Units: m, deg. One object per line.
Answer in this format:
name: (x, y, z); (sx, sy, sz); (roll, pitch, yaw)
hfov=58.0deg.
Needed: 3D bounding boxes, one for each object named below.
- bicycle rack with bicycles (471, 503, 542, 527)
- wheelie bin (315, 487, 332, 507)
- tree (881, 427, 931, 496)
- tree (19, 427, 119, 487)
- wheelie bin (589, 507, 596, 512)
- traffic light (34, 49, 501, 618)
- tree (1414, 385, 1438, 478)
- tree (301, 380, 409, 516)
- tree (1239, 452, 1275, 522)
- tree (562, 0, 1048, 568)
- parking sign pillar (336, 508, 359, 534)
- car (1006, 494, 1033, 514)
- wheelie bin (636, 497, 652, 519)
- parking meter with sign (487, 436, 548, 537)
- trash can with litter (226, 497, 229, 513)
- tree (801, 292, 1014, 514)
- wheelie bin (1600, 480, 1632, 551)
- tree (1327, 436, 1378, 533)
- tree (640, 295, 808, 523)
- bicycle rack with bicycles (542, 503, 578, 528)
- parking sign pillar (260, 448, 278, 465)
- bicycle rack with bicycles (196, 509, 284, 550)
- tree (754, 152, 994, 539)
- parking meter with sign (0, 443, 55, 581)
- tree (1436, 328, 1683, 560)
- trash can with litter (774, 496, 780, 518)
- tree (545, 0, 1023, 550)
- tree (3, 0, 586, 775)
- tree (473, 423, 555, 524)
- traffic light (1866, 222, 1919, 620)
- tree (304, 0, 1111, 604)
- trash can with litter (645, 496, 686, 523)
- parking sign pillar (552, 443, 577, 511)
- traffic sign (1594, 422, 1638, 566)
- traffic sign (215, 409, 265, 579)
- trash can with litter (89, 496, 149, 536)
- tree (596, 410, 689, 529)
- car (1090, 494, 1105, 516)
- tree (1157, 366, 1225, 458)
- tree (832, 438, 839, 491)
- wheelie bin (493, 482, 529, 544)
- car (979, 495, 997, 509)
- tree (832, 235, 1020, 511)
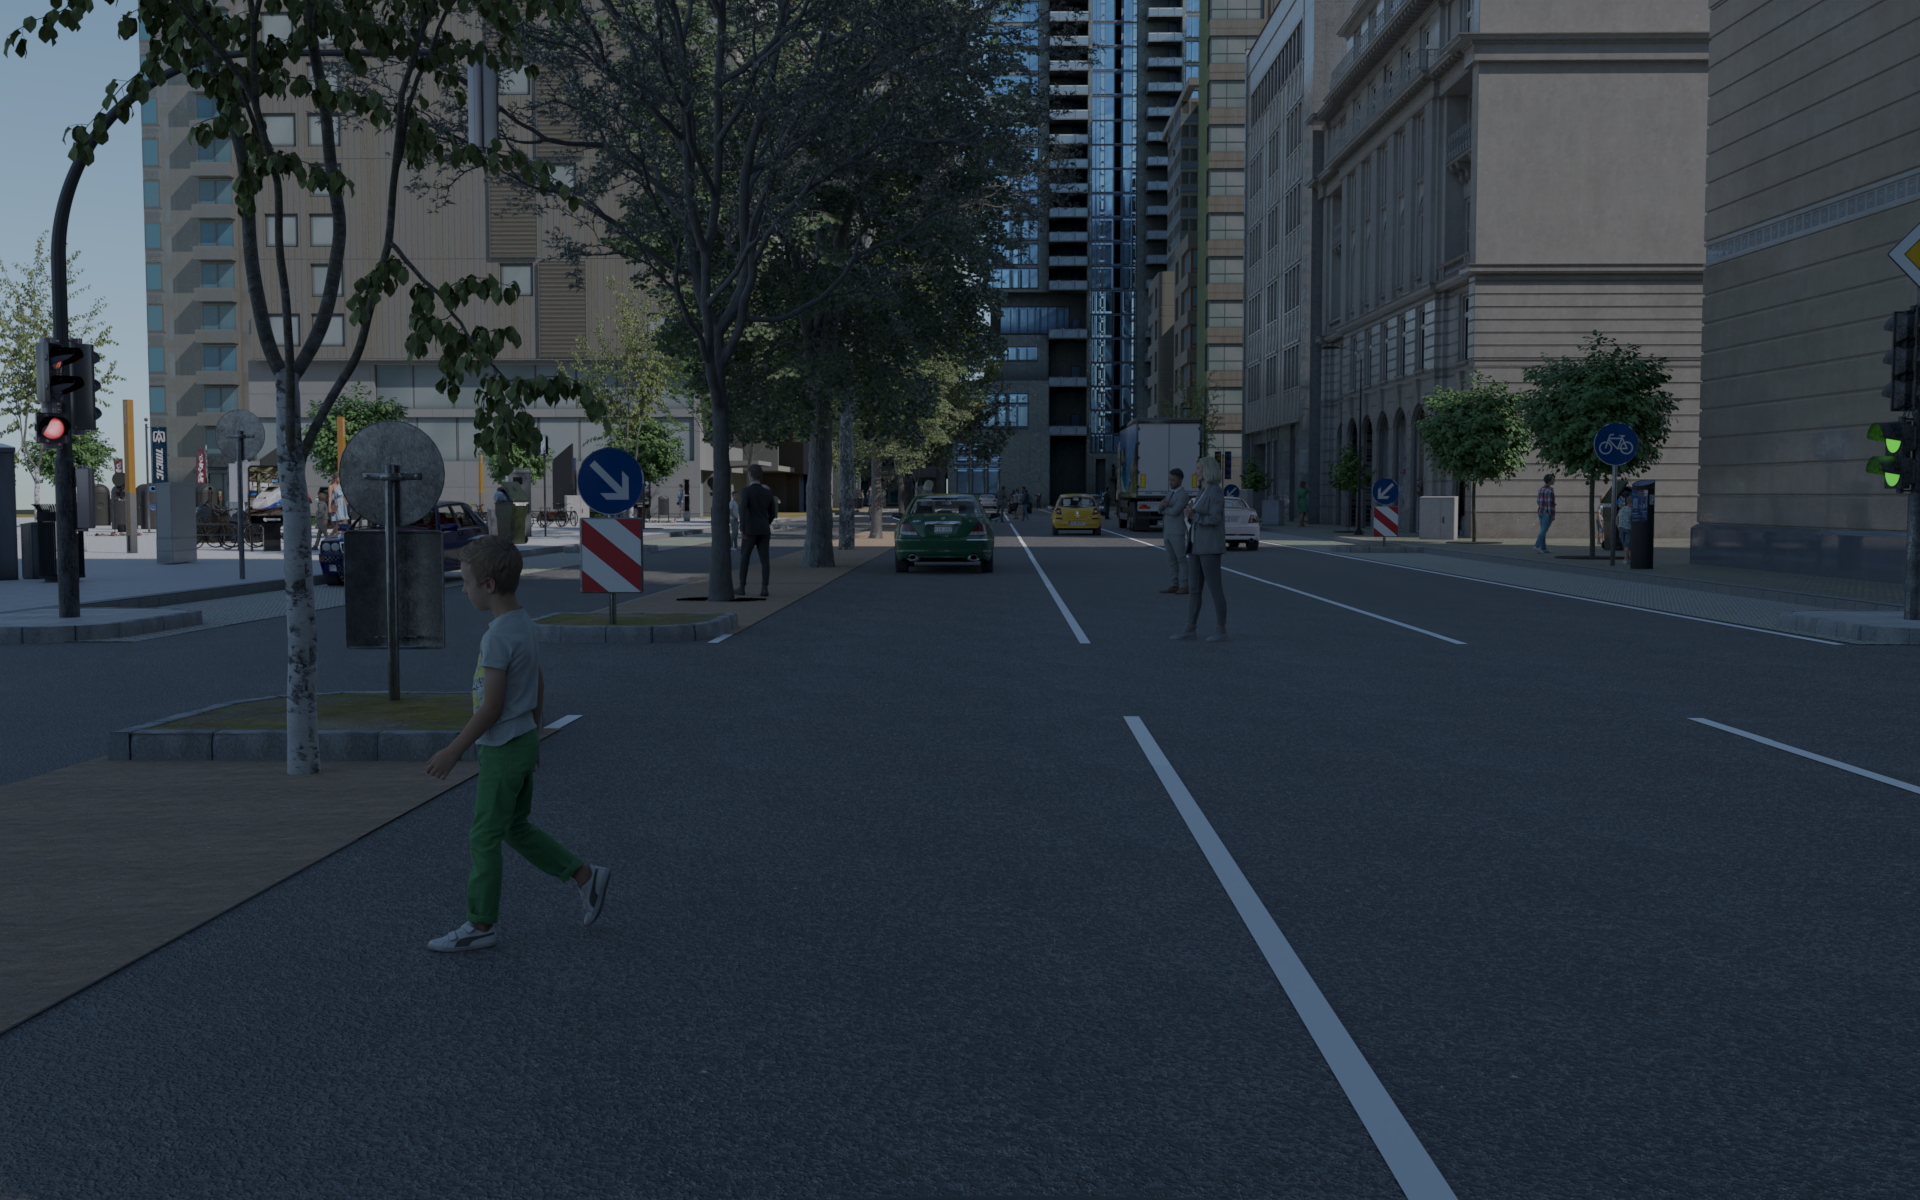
bicycle rack with bicycles: (-17.263, -3.006, 62.529); (2.925, 0.926, 2.852); (2, 4, 24)
wheelie bin: (-27.317, -4.093, 74.831); (0.693, 1.594, 0.980); (3, 5, 40)
tree: (-2.184, -8.120, 85.585); (4.360, 8.622, 3.978); (0, 3, 0)
tree: (-34.425, -5.097, 67.049); (4.285, 4.588, 4.351); (0, 3, 0)
wheelie bin: (-18.614, -4.917, 88.296); (0.980, 1.594, 0.693); (1, 4, 21)
traffic light: (-7.161, -2.644, 17.902); (4.771, 5.953, 1.251); (0, 4, 1)
tree: (13.482, -3.756, 45.124); (4.285, 4.588, 4.351); (0, 3, 0)
tree: (-17.347, -4.043, 49.823); (4.285, 4.588, 4.351); (0, 3, 0)
tree: (13.446, -5.208, 79.756); (1.663, 3.219, 1.824); (0, 3, 0)
tree: (-2.793, -7.611, 33.559); (9.857, 13.997, 8.962); (0, 3, 0)
parking sign pillar: (-19.365, -4.115, 55.750); (1.447, 3.967, 1.447); (-1, 4, -16)
car: (4.380, -7.175, 127.104); (2.009, 1.686, 4.222); (0, 4, 0)
wheelie bin: (-16.322, -4.977, 89.276); (0.693, 1.594, 0.980); (-3, 5, -43)
parking meter with sign: (-13.206, -3.391, 51.696); (1.738, 3.016, 0.543); (-2, 4, -30)
trash can with litter: (-32.279, -4.050, 77.600); (1.055, 1.170, 0.624); (-2, 4, -35)
tree: (-2.135, -7.856, 65.308); (8.767, 10.594, 7.601); (0, 4, 1)
wheelie bin: (15.077, -1.937, 39.571); (0.693, 1.594, 0.980); (0, 4, -4)
tree: (13.076, -3.854, 57.607); (1.663, 3.219, 1.824); (0, 3, 0)
tree: (-10.522, -9.869, 87.111); (9.928, 11.665, 9.643); (0, 3, 0)
bicycle rack with bicycles: (-16.148, -3.335, 67.902); (2.852, 0.926, 2.925); (3, 4, 37)
parking sign pillar: (-36.391, -6.304, 91.538); (1.447, 3.967, 1.447); (3, 5, 42)
bicycle rack with bicycles: (-17.304, -1.681, 40.871); (2.925, 0.926, 2.852); (1, 4, 14)
tree: (-2.780, -8.256, 55.566); (7.486, 12.596, 7.792); (0, 3, 0)
parking meter with sign: (-14.374, -1.795, 25.608); (0.543, 3.016, 1.738); (2, 4, 35)
tree: (12.692, -3.104, 34.472); (4.285, 4.588, 4.351); (0, 3, 0)
trash can with litter: (-9.658, -4.801, 89.877); (0.624, 1.170, 1.055); (0, 4, -2)
tree: (-4.106, -11.398, 44.708); (12.611, 20.169, 13.585); (0, 3, 0)
tree: (-3.318, -3.397, 8.357); (4.737, 8.622, 4.395); (0, 3, 0)
tree: (-19.063, -5.539, 74.278); (4.285, 4.588, 4.351); (0, 3, 0)
traffic light: (9.705, -1.752, 17.574); (0.839, 4.253, 0.868); (0, 4, 1)
tree: (-3.157, -6.712, 22.565); (12.009, 13.543, 11.850); (0, 3, 0)
trash can with litter: (-13.554, -4.069, 77.578); (2.233, 1.210, 1.678); (1, 4, 22)
parking sign pillar: (-21.134, -6.367, 92.573); (1.447, 3.967, 1.447); (2, 4, 25)
traffic sign: (11.672, -1.883, 30.900); (0.768, 2.556, 0.104); (0, 4, 6)
traffic sign: (-10.834, -1.588, 26.068); (0.768, 2.556, 0.104); (0, 4, 2)
trash can with litter: (-26.077, -2.570, 53.081); (2.233, 1.210, 1.678); (-2, 4, -28)
tree: (-11.698, -4.876, 63.430); (4.285, 4.588, 4.351); (0, 3, 0)
car: (8.832, -6.387, 116.438); (2.014, 1.417, 4.499); (0, 4, 1)
tree: (13.128, -9.009, 97.652); (4.737, 8.622, 4.395); (0, 3, 0)
tree: (-9.728, -11.603, 140.070); (4.737, 8.622, 4.395); (0, 3, 0)
wheelie bin: (-11.510, -2.226, 44.306); (0.693, 1.594, 0.980); (2, 4, 26)
car: (2.619, -9.423, 166.421); (2.083, 1.381, 4.827); (0, 4, 0)
tree: (-2.220, -9.448, 73.936); (9.611, 12.733, 9.660); (0, 3, 0)
